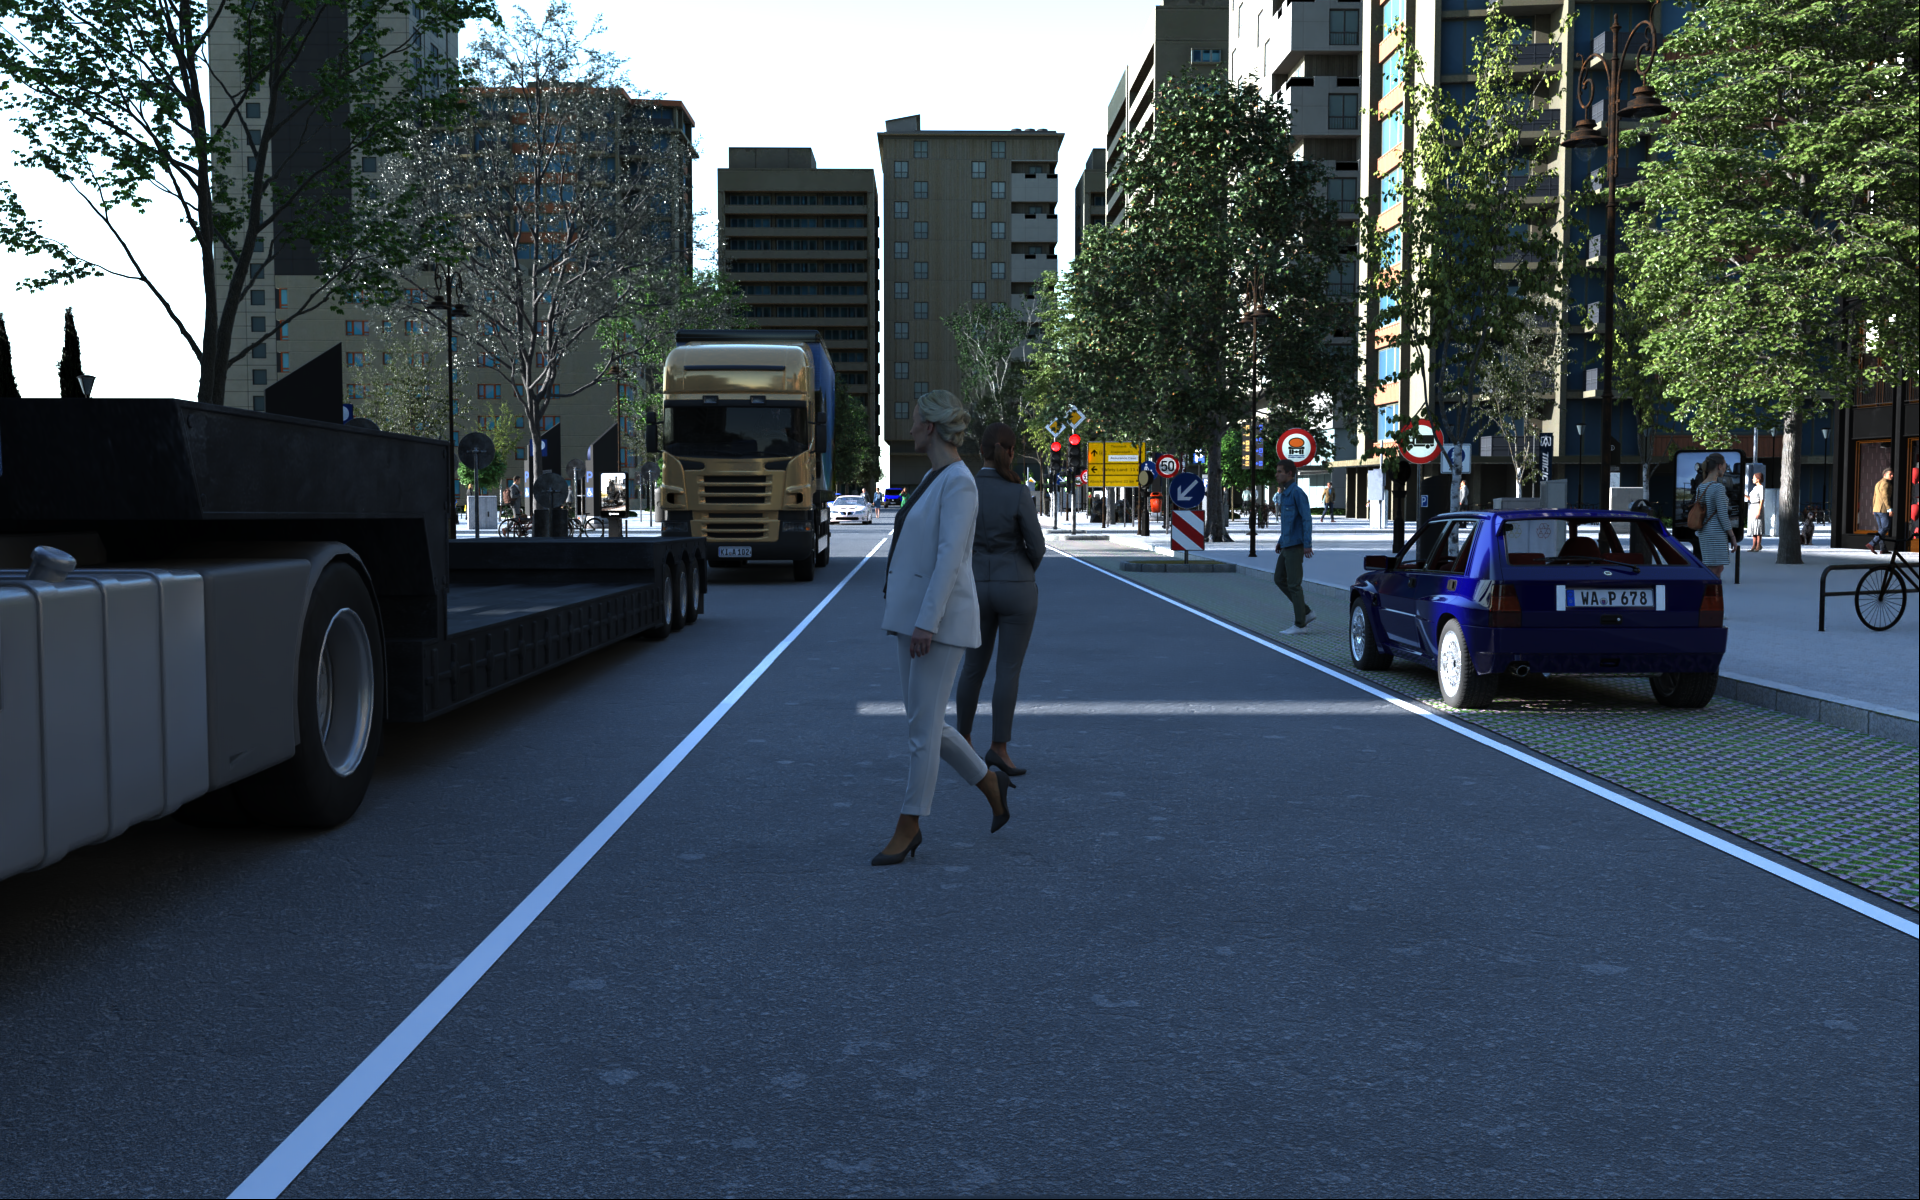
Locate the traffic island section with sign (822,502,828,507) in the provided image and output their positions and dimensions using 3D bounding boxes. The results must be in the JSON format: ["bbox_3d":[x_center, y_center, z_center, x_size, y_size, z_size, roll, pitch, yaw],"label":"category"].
[{"bbox_3d":[-9.009,-6.494,114.796,1.989,1.847,2.006,0,4,-1],"label":"traffic island section with sign"}]

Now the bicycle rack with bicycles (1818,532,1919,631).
[{"bbox_3d":[9.455,-0.146,15.778,2.925,0.926,2.852,-2,4,-27],"label":"bicycle rack with bicycles"}]

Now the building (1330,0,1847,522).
[{"bbox_3d":[34.187,-26.542,88.585,28.867,44.769,22.147,0,4,-1],"label":"building"}]

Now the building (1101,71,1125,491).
[{"bbox_3d":[27.519,-34.557,188.714,21.300,48.544,21.600,0,4,-1],"label":"building"}]

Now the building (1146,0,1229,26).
[{"bbox_3d":[27.981,-33.239,167.159,21.300,48.544,21.600,0,4,-1],"label":"building"}]

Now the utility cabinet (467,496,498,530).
[{"bbox_3d":[-17.355,-3.167,62.942,1.020,1.237,0.306,-1,4,-22],"label":"utility cabinet"}]

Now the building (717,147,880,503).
[{"bbox_3d":[-22.308,-37.986,244.768,21.600,48.544,21.300,0,4,-1],"label":"building"}]

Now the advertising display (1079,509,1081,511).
[{"bbox_3d":[8.962,-7.644,130.196,0.123,1.923,0.974,-2,4,-34],"label":"advertising display"}]

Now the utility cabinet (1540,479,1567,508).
[{"bbox_3d":[8.718,-1.030,25.523,0.318,1.500,1.173,1,4,15],"label":"utility cabinet"}]

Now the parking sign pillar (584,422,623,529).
[{"bbox_3d":[-13.352,-4.658,64.637,1.447,3.967,1.447,2,4,34],"label":"parking sign pillar"}]

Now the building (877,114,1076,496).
[{"bbox_3d":[2.318,-40.346,248.900,27.495,52.752,28.713,0,4,-1],"label":"building"}]

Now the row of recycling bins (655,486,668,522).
[{"bbox_3d":[-12.500,-4.312,77.617,1.069,1.692,3.534,-3,5,-44],"label":"row of recycling bins"}]

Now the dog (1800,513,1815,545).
[{"bbox_3d":[21.496,-1.800,43.806,0.800,0.831,0.513,-3,5,-42],"label":"dog"}]

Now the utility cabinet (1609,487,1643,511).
[{"bbox_3d":[21.120,-2.823,54.836,1.173,1.500,0.318,0,4,-4],"label":"utility cabinet"}]

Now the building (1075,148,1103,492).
[{"bbox_3d":[27.080,-38.032,245.531,21.600,48.544,21.300,0,4,-1],"label":"building"}]

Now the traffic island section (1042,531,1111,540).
[{"bbox_3d":[3.607,-1.981,54.669,2.009,0.180,2.903,0,4,-1],"label":"traffic island section"}]

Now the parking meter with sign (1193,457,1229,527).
[{"bbox_3d":[9.815,-4.354,67.443,0.543,3.016,1.738,3,5,44],"label":"parking meter with sign"}]

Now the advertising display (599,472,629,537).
[{"bbox_3d":[-9.971,-2.736,49.947,0.974,1.923,0.123,2,4,27],"label":"advertising display"}]

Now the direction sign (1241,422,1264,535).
[{"bbox_3d":[9.118,-3.792,53.998,0.379,3.537,0.876,-3,5,-40],"label":"direction sign"}]

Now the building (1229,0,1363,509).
[{"bbox_3d":[34.712,-32.692,123.753,28.713,52.752,27.495,0,4,-1],"label":"building"}]

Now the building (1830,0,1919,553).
[{"bbox_3d":[27.035,-12.422,32.782,12.332,23.373,15.834,0,4,-1],"label":"building"}]

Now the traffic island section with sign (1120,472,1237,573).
[{"bbox_3d":[4.026,-1.452,32.361,1.989,1.847,2.006,0,4,-1],"label":"traffic island section with sign"}]

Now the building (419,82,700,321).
[{"bbox_3d":[-41.765,-32.568,187.106,28.867,44.769,22.147,0,4,-1],"label":"building"}]

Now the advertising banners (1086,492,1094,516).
[{"bbox_3d":[8.061,-6.424,101.224,0.090,3.025,2.074,-2,4,-35],"label":"advertising banners"}]

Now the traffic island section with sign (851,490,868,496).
[{"bbox_3d":[-9.886,-9.515,164.192,1.989,1.847,2.006,0,4,-1],"label":"traffic island section with sign"}]

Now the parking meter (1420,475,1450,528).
[{"bbox_3d":[6.431,-0.921,23.474,0.372,1.533,0.369,0,3,0],"label":"parking meter"}]

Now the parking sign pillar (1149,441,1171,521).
[{"bbox_3d":[9.371,-5.741,82.330,1.447,3.967,1.447,1,4,10],"label":"parking sign pillar"}]

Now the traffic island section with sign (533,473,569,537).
[{"bbox_3d":[-7.486,-1.397,31.467,1.989,1.847,2.006,0,4,-1],"label":"traffic island section with sign"}]

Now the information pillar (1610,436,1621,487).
[{"bbox_3d":[25.155,-4.610,66.724,0.504,3.616,0.183,0,4,3],"label":"information pillar"}]

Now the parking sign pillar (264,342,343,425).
[{"bbox_3d":[-11.600,-2.577,30.606,1.447,3.967,1.447,-2,4,-31],"label":"parking sign pillar"}]

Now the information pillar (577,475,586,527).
[{"bbox_3d":[-14.883,-3.880,67.927,0.304,2.012,0.304,1,4,17],"label":"information pillar"}]

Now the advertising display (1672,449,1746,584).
[{"bbox_3d":[10.798,-1.210,25.002,0.974,1.923,0.123,3,5,43],"label":"advertising display"}]

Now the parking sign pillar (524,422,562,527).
[{"bbox_3d":[-15.619,-4.671,64.837,1.447,3.967,1.447,-3,5,-39],"label":"parking sign pillar"}]

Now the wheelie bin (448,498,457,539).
[{"bbox_3d":[-13.110,-2.170,43.388,0.693,1.594,0.980,3,5,42],"label":"wheelie bin"}]

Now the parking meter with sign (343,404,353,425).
[{"bbox_3d":[-11.822,-2.225,32.645,0.543,3.016,1.738,-1,4,-11],"label":"parking meter with sign"}]

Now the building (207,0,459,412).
[{"bbox_3d":[-66.528,-45.819,187.398,20.611,71.187,20.563,0,4,-1],"label":"building"}]

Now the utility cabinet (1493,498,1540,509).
[{"bbox_3d":[10.128,-1.229,31.249,1.020,1.237,0.306,-1,4,-16],"label":"utility cabinet"}]

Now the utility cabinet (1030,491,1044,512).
[{"bbox_3d":[5.358,-6.946,122.241,1.173,1.500,0.318,-2,4,-28],"label":"utility cabinet"}]

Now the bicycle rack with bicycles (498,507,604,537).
[{"bbox_3d":[-11.232,-2.086,47.482,2.925,0.926,2.852,-1,4,-19],"label":"bicycle rack with bicycles"}]

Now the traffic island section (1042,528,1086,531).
[{"bbox_3d":[3.462,-2.469,62.653,2.009,0.180,2.903,0,4,-1],"label":"traffic island section"}]

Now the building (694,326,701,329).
[{"bbox_3d":[-40.196,-28.705,241.027,14.107,30.474,14.160,0,4,-1],"label":"building"}]

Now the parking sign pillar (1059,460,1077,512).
[{"bbox_3d":[7.936,-8.452,126.664,1.447,3.967,1.447,0,4,3],"label":"parking sign pillar"}]

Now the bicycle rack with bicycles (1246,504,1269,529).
[{"bbox_3d":[11.752,-3.144,64.781,2.852,0.926,2.925,2,4,25],"label":"bicycle rack with bicycles"}]

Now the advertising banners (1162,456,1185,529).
[{"bbox_3d":[8.050,-4.197,64.814,0.090,3.025,2.074,2,4,32],"label":"advertising banners"}]

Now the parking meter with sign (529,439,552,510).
[{"bbox_3d":[-13.060,-3.544,54.209,0.543,3.016,1.738,-1,4,-22],"label":"parking meter with sign"}]

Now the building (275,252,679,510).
[{"bbox_3d":[-40.447,-18.756,151.702,27.650,21.520,28.899,0,4,-1],"label":"building"}]

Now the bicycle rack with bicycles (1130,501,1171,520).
[{"bbox_3d":[8.653,-4.374,84.904,2.852,0.926,2.925,-2,4,-29],"label":"bicycle rack with bicycles"}]

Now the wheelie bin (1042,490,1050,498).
[{"bbox_3d":[6.001,-7.067,123.455,0.980,1.594,0.693,2,4,35],"label":"wheelie bin"}]
